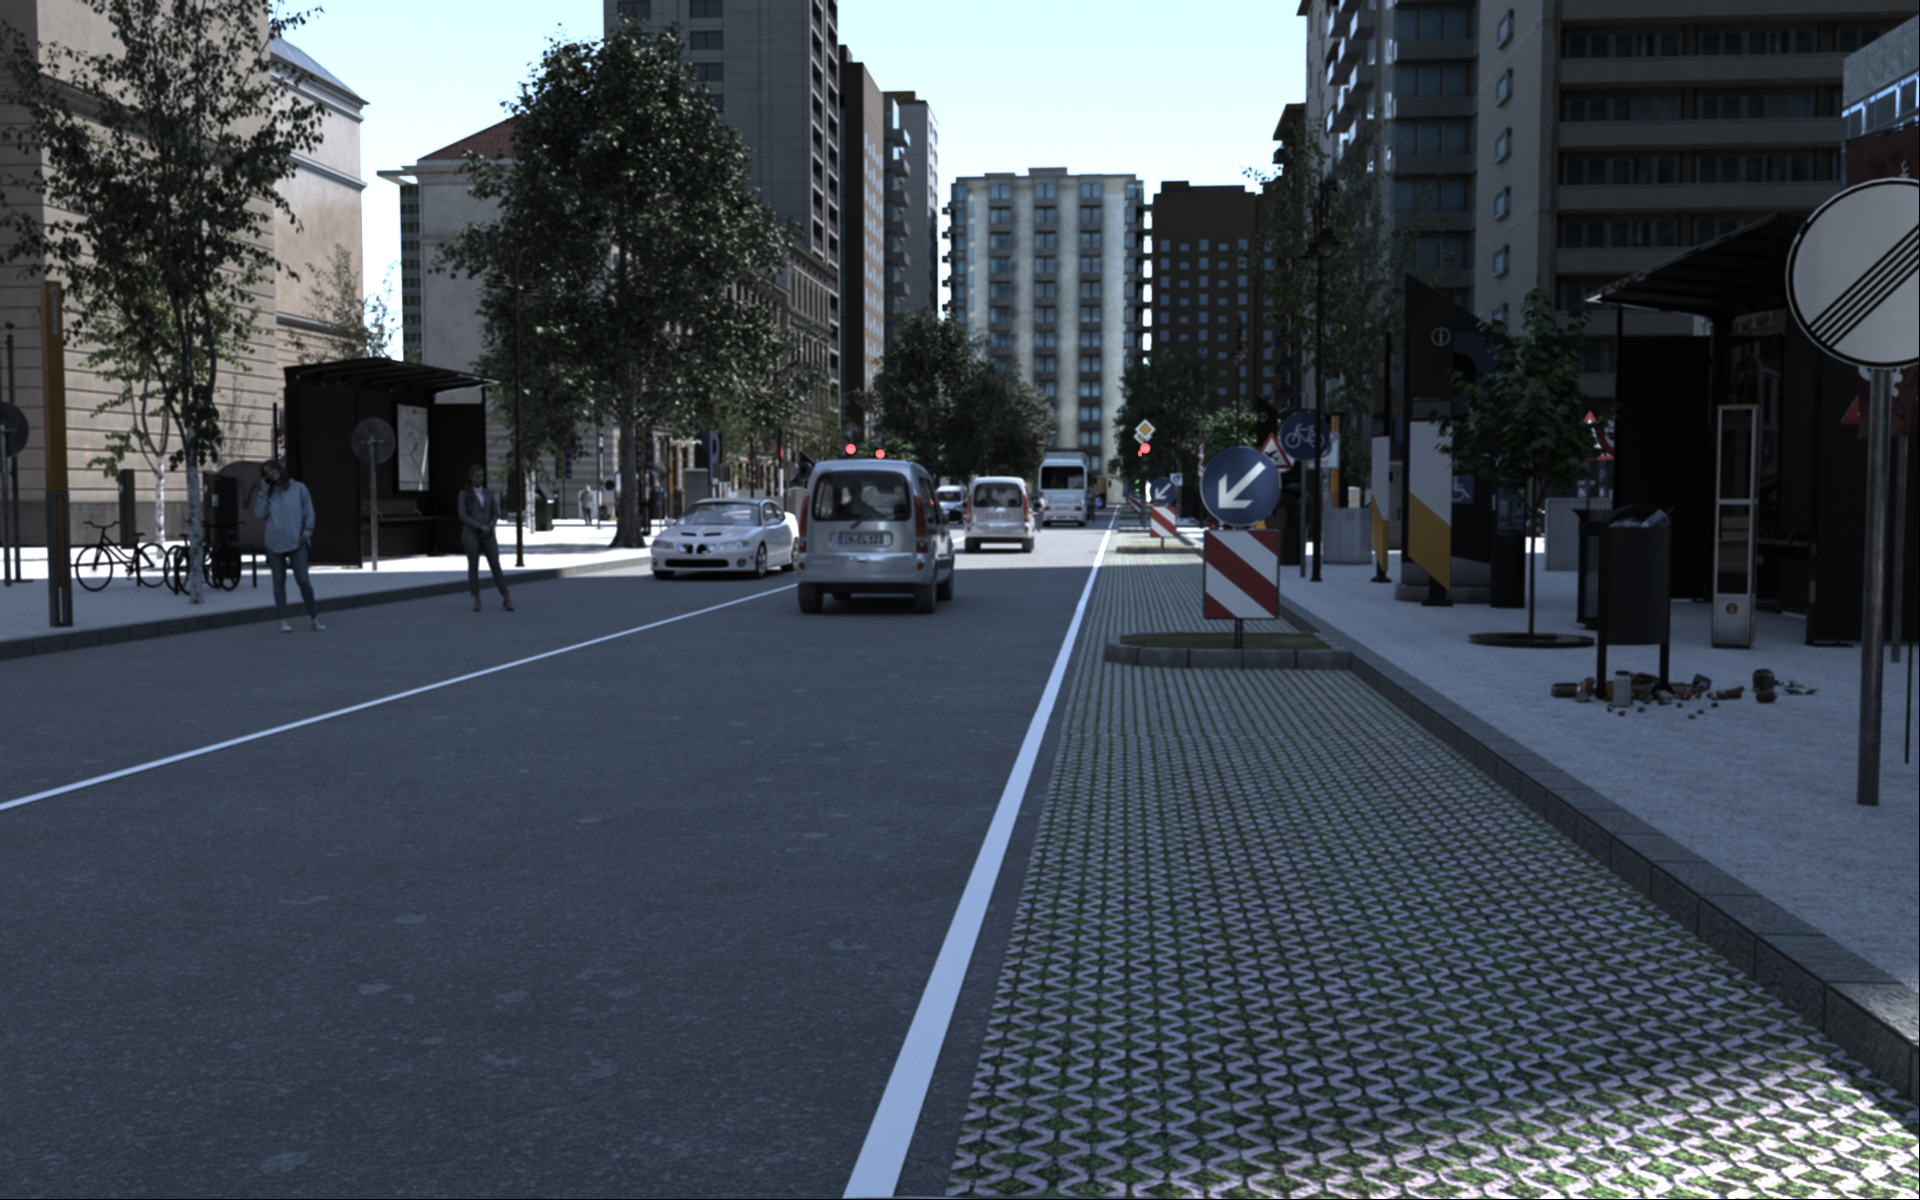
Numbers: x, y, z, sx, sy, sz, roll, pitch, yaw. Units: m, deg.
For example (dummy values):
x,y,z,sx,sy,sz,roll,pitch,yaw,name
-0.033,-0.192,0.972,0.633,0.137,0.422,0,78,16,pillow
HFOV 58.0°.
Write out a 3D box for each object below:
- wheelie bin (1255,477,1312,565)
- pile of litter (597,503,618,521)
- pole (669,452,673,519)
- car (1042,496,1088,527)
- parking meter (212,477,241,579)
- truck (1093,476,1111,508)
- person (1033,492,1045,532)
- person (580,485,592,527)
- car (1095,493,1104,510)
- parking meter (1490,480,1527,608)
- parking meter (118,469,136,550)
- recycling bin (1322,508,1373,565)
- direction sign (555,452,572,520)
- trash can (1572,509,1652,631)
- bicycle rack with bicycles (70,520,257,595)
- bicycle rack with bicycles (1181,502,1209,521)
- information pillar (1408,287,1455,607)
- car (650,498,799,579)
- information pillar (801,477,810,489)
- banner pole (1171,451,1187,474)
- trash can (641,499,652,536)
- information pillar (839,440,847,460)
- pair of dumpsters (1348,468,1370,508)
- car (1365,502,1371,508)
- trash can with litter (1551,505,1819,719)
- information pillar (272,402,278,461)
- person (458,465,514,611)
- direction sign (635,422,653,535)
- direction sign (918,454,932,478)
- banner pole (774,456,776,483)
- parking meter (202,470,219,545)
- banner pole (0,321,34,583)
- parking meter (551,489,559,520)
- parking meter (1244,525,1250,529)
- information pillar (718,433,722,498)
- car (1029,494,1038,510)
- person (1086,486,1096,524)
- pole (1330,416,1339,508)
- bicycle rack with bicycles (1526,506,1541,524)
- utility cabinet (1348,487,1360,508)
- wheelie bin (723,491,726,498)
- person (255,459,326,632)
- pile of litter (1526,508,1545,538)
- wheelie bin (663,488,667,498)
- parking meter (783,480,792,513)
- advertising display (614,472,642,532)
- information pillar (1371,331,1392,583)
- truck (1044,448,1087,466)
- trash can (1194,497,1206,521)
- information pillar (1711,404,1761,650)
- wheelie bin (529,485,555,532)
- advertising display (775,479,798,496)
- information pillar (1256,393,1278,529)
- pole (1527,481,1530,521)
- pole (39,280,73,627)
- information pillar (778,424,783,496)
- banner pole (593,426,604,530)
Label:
x,y,z,sx,sy,sz,roll,pitch,yaw,name
5.942,-1.433,31.339,0.980,1.594,0.693,-3,4,-37,wheelie bin
-16.787,-4.202,82.666,1.176,0.858,1.719,0,4,6,pile of litter
-12.711,-5.031,76.096,0.158,3.312,0.155,0,3,0,pole
4.649,-3.962,77.145,2.083,1.381,4.827,0,4,5,car
-11.146,-1.094,26.300,0.372,1.533,0.369,0,3,0,parking meter
14.222,-11.488,183.754,3.469,3.379,9.791,0,4,6,truck
3.051,-3.338,65.678,0.503,1.515,0.523,3,5,40,person
-15.567,-3.872,71.988,0.537,1.800,0.526,-2,4,-29,person
12.296,-9.195,159.921,1.945,1.707,3.694,0,4,5,car
6.198,-0.682,19.561,0.372,1.533,0.369,0,3,0,parking meter
-19.334,-2.110,40.214,0.255,1.863,0.399,-3,5,-44,parking meter
7.115,-1.176,31.786,0.722,1.027,0.722,2,4,34,recycling bin
-19.734,-5.764,86.233,0.876,3.537,0.379,1,4,16,direction sign
6.167,-0.289,16.380,0.748,1.137,0.748,0,3,0,trash can
-10.558,-0.601,23.215,2.852,0.926,2.925,1,4,11,bicycle rack with bicycles
11.793,-4.120,80.742,2.925,0.926,2.852,-2,4,-33,bicycle rack with bicycles
5.398,-1.739,19.787,0.504,3.616,0.183,1,4,17,information pillar
-4.078,-1.122,30.703,2.083,1.381,4.827,0,4,6,car
-7.691,-4.988,86.038,0.304,2.012,0.304,-2,4,-28,information pillar
12.818,-6.746,100.309,0.863,3.779,0.401,0,4,2,banner pole
-9.781,-2.535,53.096,0.748,1.137,0.748,0,3,0,trash can
-5.105,-5.163,75.764,0.504,3.616,0.183,3,5,44,information pillar
12.768,-3.421,58.429,1.574,2.255,4.437,0,4,6,pair of dumpsters
16.489,-3.347,67.298,3.894,1.354,1.945,0,4,5,car
4.638,0.009,10.917,2.233,1.210,1.678,-1,4,-21,trash can with litter
-17.594,-3.254,44.554,0.183,3.616,0.504,-2,4,-25,information pillar
-5.803,-0.759,21.176,0.573,1.790,0.520,3,4,37,person
-9.917,-3.818,54.420,0.876,3.537,0.379,3,5,43,direction sign
-1.962,-6.447,97.405,0.876,3.537,0.379,-2,4,-25,direction sign
-12.108,-7.541,113.313,0.401,3.779,0.863,0,4,-4,banner pole
-18.058,-2.207,41.797,0.399,1.863,0.255,3,5,41,parking meter
-13.820,-2.135,24.920,0.401,3.779,0.863,2,4,24,banner pole
-20.343,-4.812,87.093,0.372,1.533,0.369,0,3,0,parking meter
10.250,-3.469,62.428,0.399,1.863,0.255,-1,4,-17,parking meter
-9.316,-4.576,66.179,0.504,3.616,0.183,-1,4,-13,information pillar
6.254,-7.867,140.422,2.131,1.459,4.920,0,4,4,car
6.303,-4.574,83.467,0.537,1.800,0.526,3,5,43,person
9.806,-3.150,45.347,0.158,3.312,0.155,0,3,0,pole
20.067,-2.759,58.486,2.852,0.926,2.925,3,5,43,bicycle rack with bicycles
12.063,-2.800,54.453,1.173,1.500,0.318,-2,4,-35,utility cabinet
-11.902,-4.733,85.297,0.693,1.594,0.980,-1,4,-18,wheelie bin
-6.996,-0.571,18.095,0.793,1.790,0.793,-3,5,-39,person
17.475,-2.291,51.424,1.719,0.858,1.176,-2,4,-34,pile of litter
-15.916,-5.118,91.595,0.980,1.594,0.693,-1,4,-18,wheelie bin
-6.701,-3.742,66.901,0.399,1.863,0.255,3,4,37,parking meter
-9.650,-2.764,50.401,0.974,1.923,0.123,2,4,32,advertising display
6.119,-2.069,25.181,0.183,3.616,0.504,0,4,-8,information pillar
6.872,-7.477,111.158,2.839,4.237,11.283,0,4,5,truck
11.672,-4.418,83.884,0.748,1.137,0.748,0,3,0,trash can
6.458,-0.607,14.412,0.304,2.012,0.304,2,4,30,information pillar
-14.398,-3.160,59.571,0.693,1.594,0.980,1,4,11,wheelie bin
-7.465,-4.240,74.542,0.974,1.923,0.123,-1,4,-9,advertising display
7.096,-2.985,40.158,0.504,3.616,0.183,1,4,21,information pillar
26.083,-5.246,79.621,0.158,3.312,0.155,0,3,0,pole
-8.708,-1.397,16.681,0.158,3.312,0.155,0,3,0,pole
-5.865,-3.995,56.669,0.183,3.616,0.504,0,4,1,information pillar
-13.059,-4.456,62.873,0.401,3.779,0.863,0,4,7,banner pole
